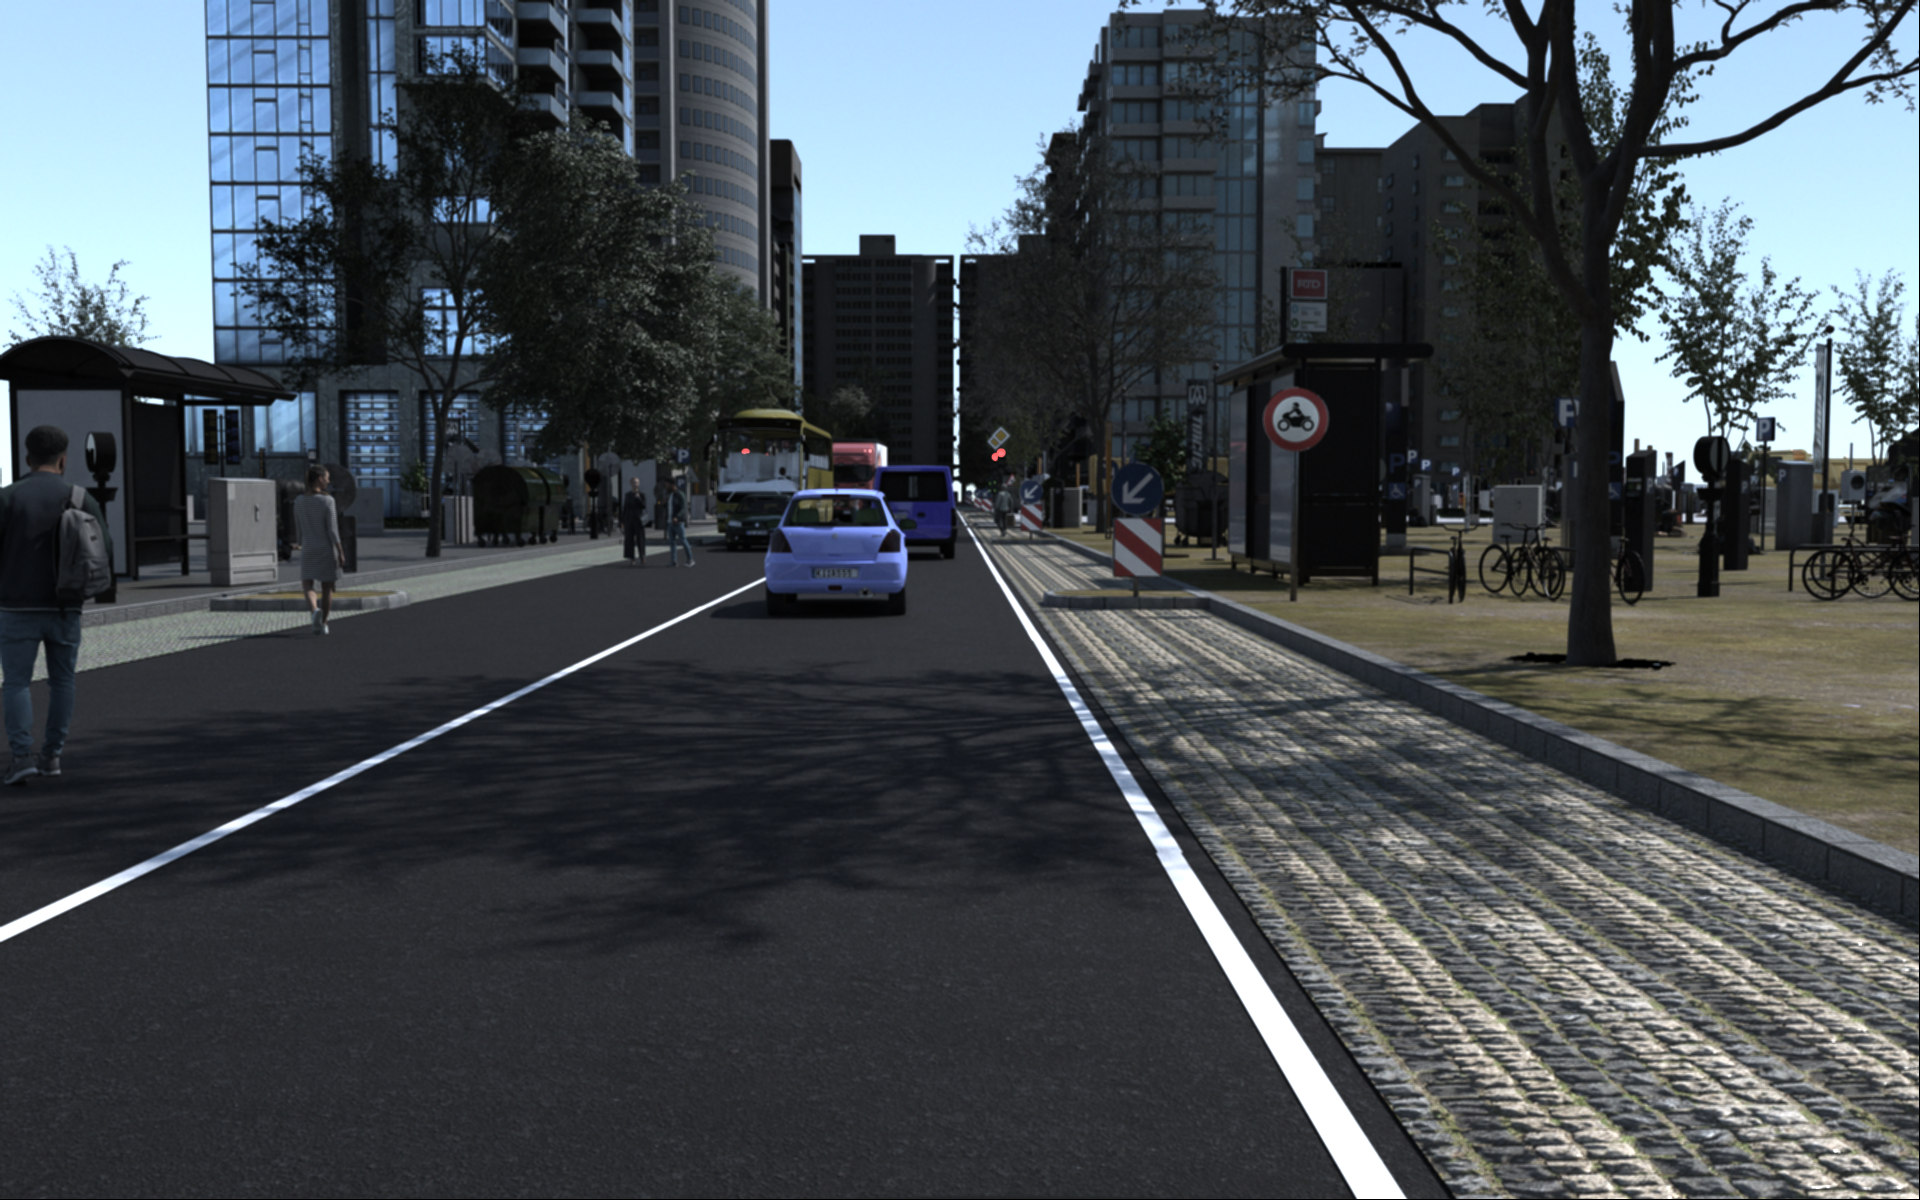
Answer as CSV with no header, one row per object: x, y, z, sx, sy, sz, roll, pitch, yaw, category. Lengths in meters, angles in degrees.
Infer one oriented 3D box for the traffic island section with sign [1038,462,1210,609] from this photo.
2.092,-0.836,22.296,1.989,1.847,2.006,0,4,0,traffic island section with sign

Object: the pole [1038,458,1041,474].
4.434,-6.292,96.716,0.158,3.312,0.155,0,3,0,pole

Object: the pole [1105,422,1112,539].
4.227,-3.393,49.311,0.158,3.312,0.155,0,3,0,pole

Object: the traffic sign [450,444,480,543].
-12.870,-2.763,45.171,0.884,2.594,0.081,0,4,5,traffic sign

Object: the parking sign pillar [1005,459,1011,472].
3.700,-8.838,132.976,1.447,3.967,1.447,0,4,2,parking sign pillar

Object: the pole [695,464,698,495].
-15.110,-6.452,99.328,0.158,3.312,0.155,0,3,0,pole

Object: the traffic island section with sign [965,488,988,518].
1.466,-5.871,104.625,1.989,1.847,2.006,0,4,0,traffic island section with sign

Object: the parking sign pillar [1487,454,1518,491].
36.522,-7.847,116.763,1.447,3.967,1.447,3,4,36,parking sign pillar

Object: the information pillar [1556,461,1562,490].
40.676,-7.709,117.388,0.504,3.616,0.183,2,4,34,information pillar

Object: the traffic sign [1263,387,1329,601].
3.995,-1.258,20.669,0.768,2.556,0.104,0,4,8,traffic sign

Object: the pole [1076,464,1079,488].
7.880,-7.470,115.970,0.158,3.312,0.155,0,3,0,pole

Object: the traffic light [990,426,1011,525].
1.674,-5.058,71.621,0.839,4.253,0.868,0,4,0,traffic light

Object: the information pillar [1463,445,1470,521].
24.365,-5.621,83.265,0.183,3.616,0.504,-1,4,-9,information pillar

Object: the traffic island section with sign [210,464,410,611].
-8.113,-0.814,21.936,1.989,1.847,2.006,0,4,0,traffic island section with sign

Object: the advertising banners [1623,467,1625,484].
43.336,-7.053,111.498,2.074,3.025,0.090,1,4,14,advertising banners

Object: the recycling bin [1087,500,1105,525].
5.702,-3.575,71.010,0.722,1.027,0.722,-3,5,-45,recycling bin

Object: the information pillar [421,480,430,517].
-26.160,-4.909,84.752,0.304,2.012,0.304,2,4,31,information pillar

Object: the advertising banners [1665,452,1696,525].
30.089,-4.663,72.423,2.074,3.025,0.090,-2,4,-32,advertising banners

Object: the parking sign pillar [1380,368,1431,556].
9.225,-2.940,36.539,1.447,3.967,1.447,1,4,14,parking sign pillar

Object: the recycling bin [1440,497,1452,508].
42.252,-8.438,150.523,0.722,1.027,0.722,-3,4,-36,recycling bin

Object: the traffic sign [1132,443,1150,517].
4.677,-2.638,43.240,0.768,2.556,0.104,0,4,7,traffic sign

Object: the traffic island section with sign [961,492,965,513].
1.262,-7.560,132.238,1.989,1.847,2.006,0,4,0,traffic island section with sign

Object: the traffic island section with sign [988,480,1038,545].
1.895,-2.500,49.508,1.989,1.847,2.006,0,4,0,traffic island section with sign

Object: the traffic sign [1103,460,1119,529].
5.460,-3.889,63.691,0.768,2.556,0.104,0,4,7,traffic sign

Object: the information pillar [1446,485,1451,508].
39.698,-8.333,140.739,0.304,2.012,0.304,-3,5,-42,information pillar

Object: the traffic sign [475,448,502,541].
-12.923,-2.896,47.460,0.768,2.556,0.104,0,4,5,traffic sign

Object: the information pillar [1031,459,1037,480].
4.741,-7.323,111.093,0.183,3.616,0.504,-3,5,-44,information pillar

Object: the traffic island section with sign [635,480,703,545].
-8.335,-2.463,48.891,1.989,1.847,2.006,0,4,0,traffic island section with sign

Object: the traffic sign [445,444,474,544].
-12.847,-2.714,44.478,0.768,2.556,0.104,0,4,5,traffic sign

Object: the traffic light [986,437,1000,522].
1.613,-5.546,79.606,0.839,4.253,0.868,0,4,0,traffic light

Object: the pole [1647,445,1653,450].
28.771,-4.800,72.322,0.158,3.312,0.155,0,3,0,pole

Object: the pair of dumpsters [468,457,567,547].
-11.117,-2.514,43.590,1.574,2.255,4.437,0,4,0,pair of dumpsters

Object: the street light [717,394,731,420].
-10.851,-6.541,79.739,0.468,5.910,1.993,0,4,0,street light

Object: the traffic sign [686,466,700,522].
-12.354,-4.855,79.377,0.884,2.594,0.081,1,4,8,traffic sign

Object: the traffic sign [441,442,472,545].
-12.592,-2.641,43.186,0.884,2.594,0.081,0,4,4,traffic sign

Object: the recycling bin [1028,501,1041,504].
3.757,-4.492,86.001,0.722,1.027,0.722,0,4,-4,recycling bin

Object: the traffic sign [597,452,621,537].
-10.589,-3.188,52.237,0.768,2.556,0.104,0,4,8,traffic sign

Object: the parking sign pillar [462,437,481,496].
-22.771,-5.676,81.275,1.447,3.967,1.447,2,4,30,parking sign pillar

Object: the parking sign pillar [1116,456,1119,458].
11.590,-8.167,121.999,1.447,3.967,1.447,1,4,17,parking sign pillar

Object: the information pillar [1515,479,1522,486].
26.428,-4.741,82.007,0.304,2.012,0.304,1,4,9,information pillar

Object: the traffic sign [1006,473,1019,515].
3.244,-6.562,107.298,0.884,2.594,0.081,0,4,2,traffic sign

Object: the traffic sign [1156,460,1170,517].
4.226,-2.261,36.971,0.884,2.594,0.081,0,4,1,traffic sign

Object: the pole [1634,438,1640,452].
24.809,-4.264,63.563,0.158,3.312,0.155,0,3,0,pole

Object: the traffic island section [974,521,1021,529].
1.654,-3.513,79.720,2.009,0.180,2.903,0,4,0,traffic island section

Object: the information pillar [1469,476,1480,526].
21.006,-4.051,70.724,0.304,2.012,0.304,-1,4,-10,information pillar

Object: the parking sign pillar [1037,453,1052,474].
5.213,-7.224,106.577,1.447,3.967,1.447,-1,4,-20,parking sign pillar

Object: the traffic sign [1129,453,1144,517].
5.081,-2.940,48.181,0.768,2.556,0.104,0,4,6,traffic sign

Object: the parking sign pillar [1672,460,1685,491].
56.144,-9.019,135.934,1.447,3.967,1.447,0,4,5,parking sign pillar

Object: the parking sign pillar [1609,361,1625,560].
12.889,-2.813,34.468,1.447,3.967,1.447,1,4,13,parking sign pillar

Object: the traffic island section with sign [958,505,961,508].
0.878,-10.616,182.205,1.989,1.847,2.006,0,4,0,traffic island section with sign

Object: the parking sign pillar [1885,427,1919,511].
36.028,-4.745,66.046,1.447,3.967,1.447,1,4,8,parking sign pillar
